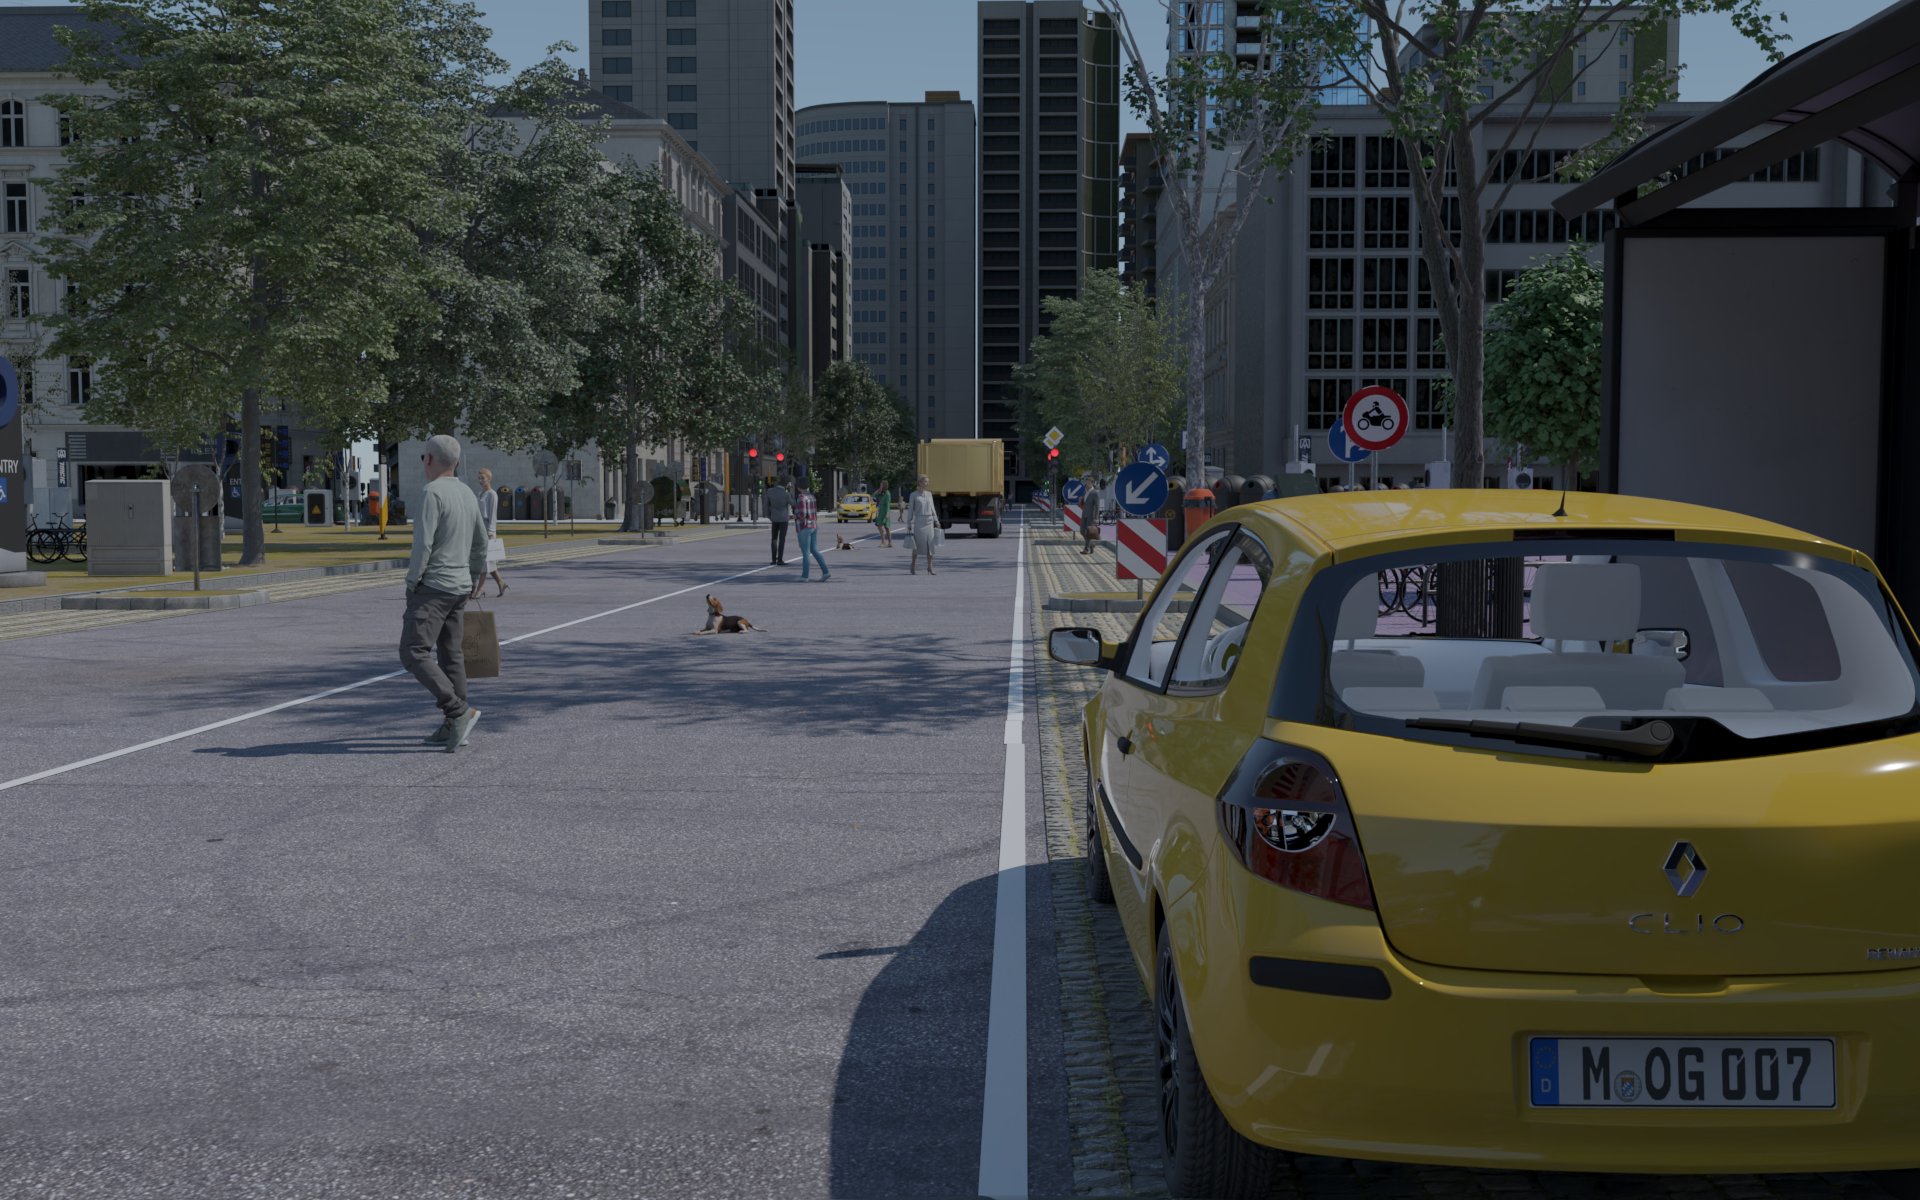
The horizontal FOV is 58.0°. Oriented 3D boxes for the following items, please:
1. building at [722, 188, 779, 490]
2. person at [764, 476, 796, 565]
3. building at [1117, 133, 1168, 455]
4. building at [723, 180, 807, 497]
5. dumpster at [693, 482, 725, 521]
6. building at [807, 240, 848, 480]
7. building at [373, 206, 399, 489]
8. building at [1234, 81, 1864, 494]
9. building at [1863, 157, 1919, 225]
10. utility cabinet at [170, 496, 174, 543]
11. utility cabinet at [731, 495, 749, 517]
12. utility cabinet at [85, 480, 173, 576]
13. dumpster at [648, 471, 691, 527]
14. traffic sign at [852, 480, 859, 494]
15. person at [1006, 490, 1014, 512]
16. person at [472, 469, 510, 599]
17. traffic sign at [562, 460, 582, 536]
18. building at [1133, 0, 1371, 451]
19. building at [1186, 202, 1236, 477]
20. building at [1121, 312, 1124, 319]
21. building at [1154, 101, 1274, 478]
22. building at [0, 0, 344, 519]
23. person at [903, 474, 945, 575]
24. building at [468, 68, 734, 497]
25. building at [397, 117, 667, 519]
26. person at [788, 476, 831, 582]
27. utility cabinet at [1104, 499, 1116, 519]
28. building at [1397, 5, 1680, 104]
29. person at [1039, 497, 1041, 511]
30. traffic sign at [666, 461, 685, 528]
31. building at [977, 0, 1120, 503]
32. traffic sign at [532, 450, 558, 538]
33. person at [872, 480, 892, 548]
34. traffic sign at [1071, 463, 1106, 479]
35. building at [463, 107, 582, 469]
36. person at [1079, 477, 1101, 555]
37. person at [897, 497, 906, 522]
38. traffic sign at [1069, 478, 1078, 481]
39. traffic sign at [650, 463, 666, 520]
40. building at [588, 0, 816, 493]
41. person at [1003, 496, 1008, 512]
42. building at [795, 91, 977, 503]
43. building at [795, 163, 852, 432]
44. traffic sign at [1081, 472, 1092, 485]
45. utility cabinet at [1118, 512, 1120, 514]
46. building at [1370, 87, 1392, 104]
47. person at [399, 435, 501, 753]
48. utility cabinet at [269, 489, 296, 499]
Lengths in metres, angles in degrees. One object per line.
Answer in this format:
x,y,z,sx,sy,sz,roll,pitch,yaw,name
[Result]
-23.286,-21.227,140.566,14.314,27.812,24.014,0,4,2,building
-3.633,-1.604,34.911,0.592,1.802,0.473,2,4,31,person
30.150,-33.785,207.005,22.147,44.769,28.867,0,4,2,building
-22.664,-23.943,163.162,14.160,30.474,14.107,0,4,2,building
-11.960,-4.686,82.373,1.264,1.857,1.865,0,4,2,dumpster
-20.522,-26.071,197.959,14.160,30.474,14.107,0,4,2,building
-64.567,-34.724,217.843,14.200,45.320,14.600,0,4,2,building
30.673,-16.772,93.291,30.058,24.678,14.314,0,4,2,building
55.573,-16.649,90.226,19.932,24.808,12.078,0,4,2,building
-20.823,-2.092,45.364,0.306,1.237,1.020,-2,4,-33,utility cabinet
-12.166,-5.171,95.714,1.020,1.237,0.306,2,4,30,utility cabinet
-12.934,-1.117,26.948,1.173,1.500,0.318,0,4,-3,utility cabinet
-11.567,-4.038,68.515,1.502,2.255,1.985,0,4,2,dumpster
-9.386,-9.394,153.697,0.768,2.556,0.104,0,4,4,traffic sign
4.039,-7.937,138.854,0.593,1.750,0.643,1,4,22,person
-6.461,-0.913,23.776,0.624,1.780,0.694,-2,4,-30,person
-11.717,-3.067,52.277,0.606,2.300,0.079,0,4,6,traffic sign
29.633,-52.774,175.526,22.319,86.520,31.000,0,4,2,building
21.535,-16.985,113.861,11.583,22.565,21.152,0,4,2,building
30.634,-29.413,252.603,14.107,30.474,14.160,0,4,2,building
22.230,-22.115,139.065,11.434,29.767,29.804,0,4,2,building
-58.733,-19.568,96.349,44.131,29.872,17.030,0,4,2,building
-0.650,-1.343,30.809,0.694,1.780,0.624,-1,4,-17,person
-23.973,-20.148,116.813,14.401,28.519,23.554,0,4,2,building
-23.292,-14.793,96.615,10.420,20.320,16.860,0,4,2,building
-2.469,-1.157,28.255,0.643,1.720,0.563,1,4,22,person
7.242,-4.761,86.520,1.173,1.500,0.318,-3,5,-40,utility cabinet
68.659,-40.792,208.947,28.212,58.520,21.231,0,4,2,building
6.442,-7.775,135.809,0.537,1.800,0.526,2,4,35,person
-10.920,-4.052,66.359,0.768,2.556,0.104,1,4,11,traffic sign
13.041,-49.938,254.740,20.611,71.187,20.563,0,4,2,building
-11.985,-3.054,50.037,0.768,2.556,0.104,0,4,8,traffic sign
-2.001,-2.291,46.209,0.529,1.795,0.600,-2,4,-35,person
8.361,-7.262,112.602,2.265,3.308,0.079,0,4,8,traffic sign
-61.430,-43.800,258.121,28.212,58.520,21.231,0,4,2,building
3.062,-1.977,40.783,0.622,1.834,0.822,3,4,39,person
-2.948,-4.575,87.577,0.475,1.303,0.640,-3,5,-41,person
7.002,-6.395,106.689,0.606,2.300,0.079,0,4,2,traffic sign
-12.199,-4.281,70.098,0.768,2.556,0.104,1,4,9,traffic sign
-25.683,-45.340,179.565,20.563,71.187,20.611,0,4,2,building
3.452,-7.443,134.473,0.640,1.303,0.475,0,4,-7,person
-11.735,-43.700,256.500,28.212,58.520,21.231,0,4,2,building
-20.781,-32.573,216.170,14.086,41.232,14.154,0,4,2,building
7.237,-6.000,98.202,0.768,2.556,0.104,0,4,8,traffic sign
11.363,-6.705,120.786,1.020,1.237,0.306,0,4,1,utility cabinet
52.719,-43.567,254.311,28.212,58.520,21.231,0,4,2,building
-2.884,-0.058,9.934,0.515,1.767,0.782,1,4,12,person
-31.605,-4.414,80.846,1.173,1.500,0.318,0,4,7,utility cabinet
